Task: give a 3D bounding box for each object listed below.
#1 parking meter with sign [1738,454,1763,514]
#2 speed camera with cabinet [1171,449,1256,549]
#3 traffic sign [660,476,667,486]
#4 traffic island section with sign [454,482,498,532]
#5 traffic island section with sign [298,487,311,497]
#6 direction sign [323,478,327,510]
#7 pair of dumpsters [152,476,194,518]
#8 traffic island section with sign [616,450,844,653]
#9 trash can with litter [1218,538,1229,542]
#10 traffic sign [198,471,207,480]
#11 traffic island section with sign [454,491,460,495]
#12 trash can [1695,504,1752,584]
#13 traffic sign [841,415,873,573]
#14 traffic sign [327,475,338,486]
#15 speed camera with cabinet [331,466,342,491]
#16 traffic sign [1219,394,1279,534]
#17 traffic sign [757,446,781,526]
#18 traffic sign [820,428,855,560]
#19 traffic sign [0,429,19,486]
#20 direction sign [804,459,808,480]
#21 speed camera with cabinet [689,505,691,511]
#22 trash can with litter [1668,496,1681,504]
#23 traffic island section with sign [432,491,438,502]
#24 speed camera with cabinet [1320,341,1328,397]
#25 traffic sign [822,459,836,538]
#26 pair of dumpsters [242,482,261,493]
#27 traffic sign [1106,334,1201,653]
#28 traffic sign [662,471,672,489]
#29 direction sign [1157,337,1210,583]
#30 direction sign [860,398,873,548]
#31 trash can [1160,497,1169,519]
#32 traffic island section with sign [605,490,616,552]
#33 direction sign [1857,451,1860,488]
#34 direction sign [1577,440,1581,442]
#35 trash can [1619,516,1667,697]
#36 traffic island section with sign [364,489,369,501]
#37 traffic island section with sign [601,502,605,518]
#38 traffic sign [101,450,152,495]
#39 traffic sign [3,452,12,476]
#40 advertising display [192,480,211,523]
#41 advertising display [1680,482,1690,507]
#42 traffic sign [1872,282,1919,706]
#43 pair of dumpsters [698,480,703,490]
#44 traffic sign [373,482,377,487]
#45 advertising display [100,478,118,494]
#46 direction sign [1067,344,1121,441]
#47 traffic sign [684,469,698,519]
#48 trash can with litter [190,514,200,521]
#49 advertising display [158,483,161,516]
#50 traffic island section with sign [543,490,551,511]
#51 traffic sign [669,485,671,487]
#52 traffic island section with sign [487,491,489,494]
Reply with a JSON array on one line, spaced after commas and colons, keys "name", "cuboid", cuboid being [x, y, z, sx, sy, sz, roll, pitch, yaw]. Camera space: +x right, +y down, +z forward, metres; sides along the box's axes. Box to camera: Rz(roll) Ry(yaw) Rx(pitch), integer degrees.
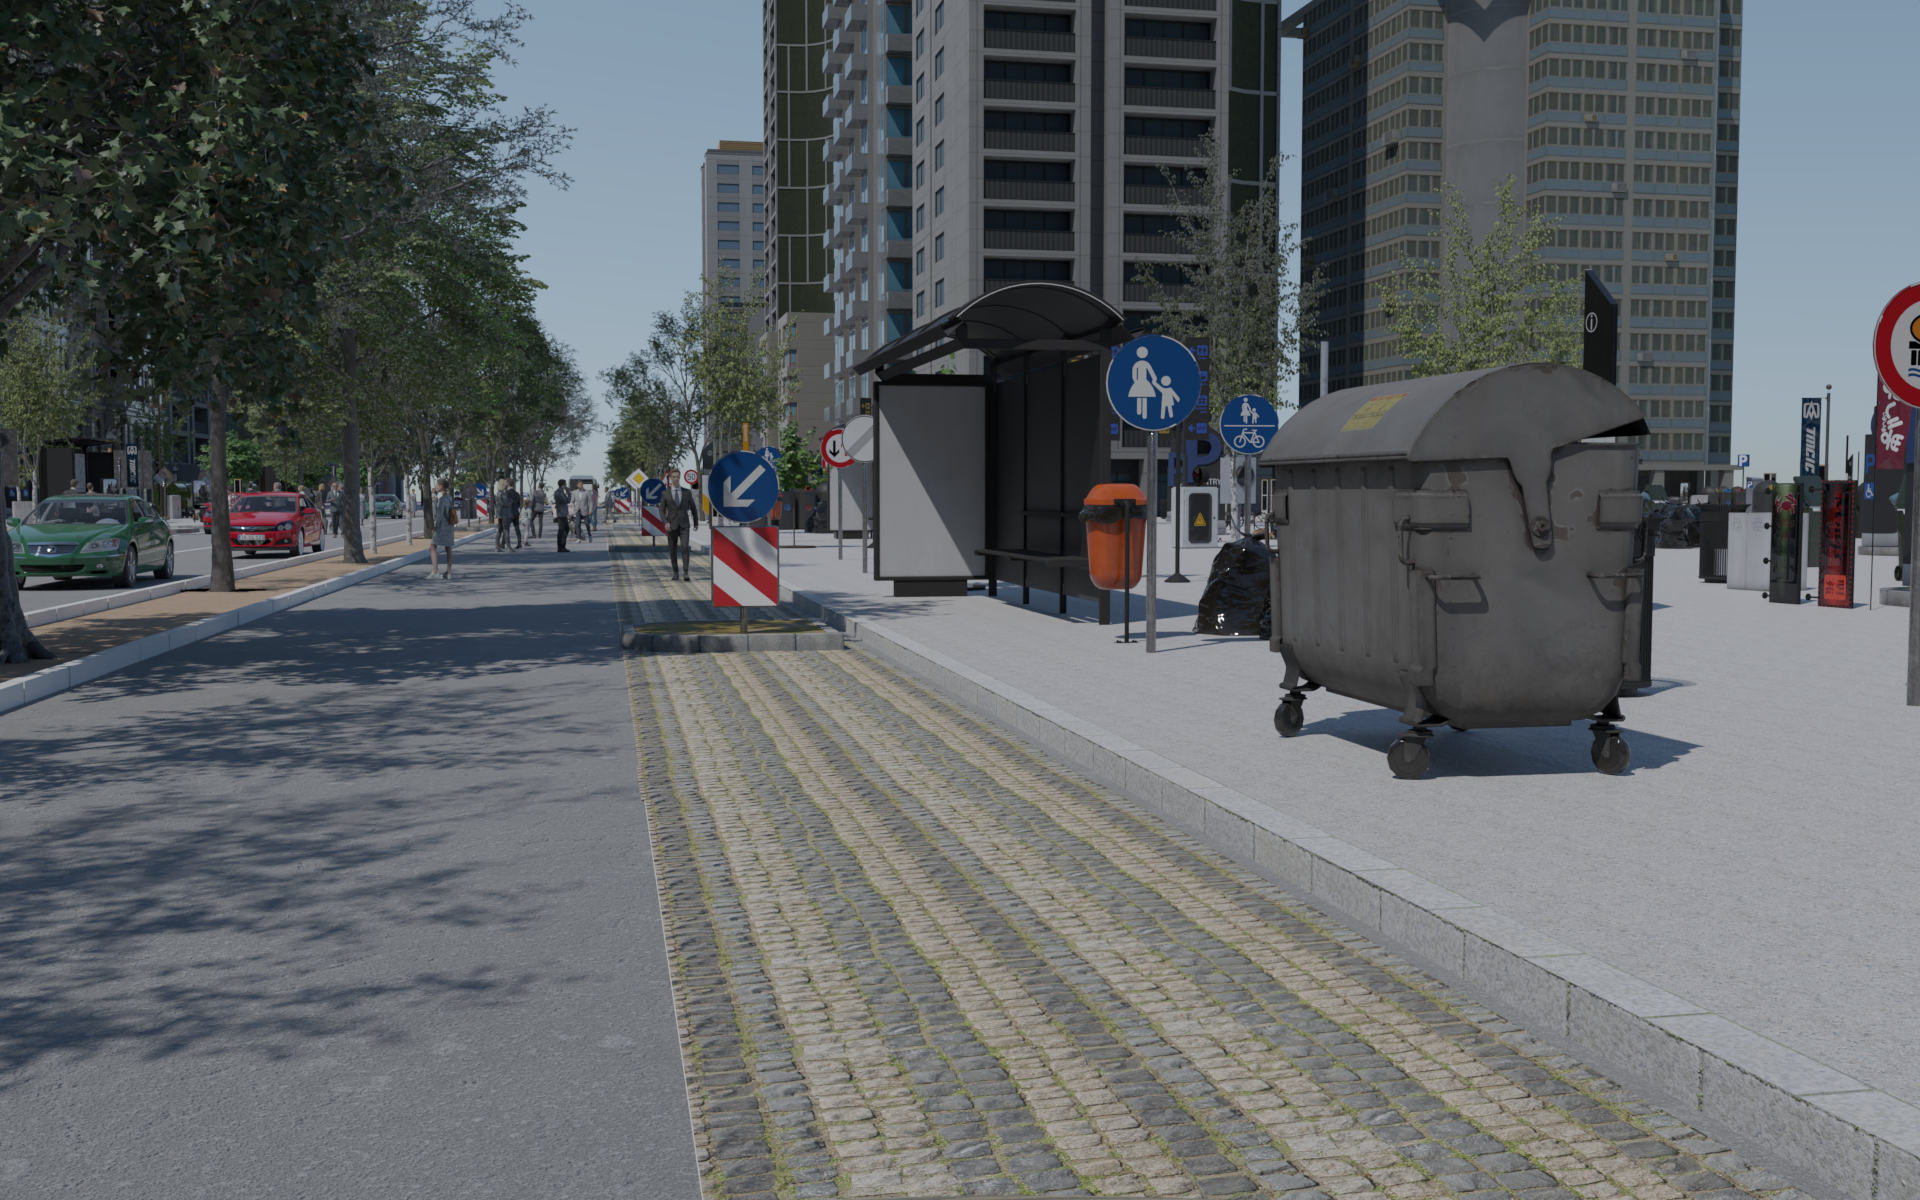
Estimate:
[{"name": "parking meter with sign", "cuboid": [35.164, -4.911, 76.557, 1.738, 3.016, 0.543, -2, 4, -28]}, {"name": "speed camera with cabinet", "cuboid": [6.031, -2.861, 41.110, 2.038, 3.252, 0.660, -2, 4, -25]}, {"name": "traffic sign", "cuboid": [-19.173, -6.773, 110.737, 0.884, 2.594, 0.081, 0, 4, -4]}, {"name": "traffic island section with sign", "cuboid": [-18.935, -3.573, 66.557, 2.006, 1.907, 1.989, -1, 4, -12]}, {"name": "traffic island section with sign", "cuboid": [-35.745, -5.245, 94.386, 1.989, 1.847, 2.006, -1, 4, -12]}, {"name": "direction sign", "cuboid": [-52.566, -9.244, 143.136, 0.379, 3.537, 0.876, -1, 4, -22]}, {"name": "pair of dumpsters", "cuboid": [-41.967, -5.507, 92.536, 1.574, 2.255, 4.437, -1, 4, -12]}, {"name": "traffic island section with sign", "cuboid": [-2.229, -0.483, 16.532, 1.989, 1.847, 2.006, -1, 4, -12]}, {"name": "trash can with litter", "cuboid": [6.756, -2.240, 47.682, 1.678, 1.210, 2.233, 1, 4, 10]}, {"name": "traffic sign", "cuboid": [-41.979, -5.886, 96.341, 0.768, 2.556, 0.104, -1, 4, -9]}, {"name": "traffic island section with sign", "cuboid": [-56.899, -11.474, 196.226, 1.989, 1.847, 2.006, -1, 4, -12]}, {"name": "trash can", "cuboid": [11.002, -0.816, 24.995, 0.748, 1.137, 0.748, 0, 3, 0]}, {"name": "traffic sign", "cuboid": [-1.540, -1.708, 28.031, 0.768, 2.556, 0.104, 0, 4, -6]}, {"name": "traffic sign", "cuboid": [-42.877, -7.248, 118.513, 0.884, 2.594, 0.081, 0, 4, -3]}, {"name": "speed camera with cabinet", "cuboid": [-43.998, -7.873, 123.053, 0.660, 3.252, 2.038, -3, 5, -44]}, {"name": "traffic sign", "cuboid": [3.680, -1.348, 22.144, 0.768, 2.556, 0.104, 0, 4, -3]}, {"name": "traffic sign", "cuboid": [-5.073, -2.809, 46.040, 0.768, 2.556, 0.104, 0, 4, -5]}, {"name": "traffic sign", "cuboid": [-2.332, -2.056, 33.728, 0.768, 2.556, 0.104, 0, 4, -6]}, {"name": "traffic sign", "cuboid": [-30.609, -3.682, 54.077, 2.265, 3.308, 0.079, 0, 4, -8]}, {"name": "direction sign", "cuboid": [-9.866, -7.118, 108.370, 0.876, 3.537, 0.379, -3, 5, -41]}, {"name": "speed camera with cabinet", "cuboid": [-20.185, -8.545, 134.049, 0.660, 3.252, 2.038, 1, 4, 23]}, {"name": "trash can with litter", "cuboid": [26.982, -3.377, 66.266, 1.678, 1.210, 2.233, -3, 5, -40]}, {"name": "traffic island section with sign", "cuboid": [-51.287, -9.823, 169.226, 1.989, 1.847, 2.006, -1, 4, -12]}, {"name": "speed camera with cabinet", "cuboid": [4.836, -1.684, 21.862, 0.660, 3.252, 2.038, 0, 4, 7]}, {"name": "traffic sign", "cuboid": [-3.622, -3.060, 50.137, 0.768, 2.556, 0.104, -1, 4, -10]}, {"name": "pair of dumpsters", "cuboid": [-41.081, -5.891, 98.809, 1.574, 2.255, 4.437, -1, 4, -12]}, {"name": "traffic sign", "cuboid": [1.546, -0.846, 13.938, 0.768, 2.556, 0.104, 0, 4, -3]}, {"name": "traffic sign", "cuboid": [-16.448, -5.956, 97.378, 0.884, 2.594, 0.081, 0, 4, -5]}, {"name": "direction sign", "cuboid": [3.158, -2.022, 25.062, 0.876, 3.537, 0.379, 0, 4, 3]}, {"name": "direction sign", "cuboid": [-2.039, -2.997, 41.002, 0.379, 3.537, 0.876, 3, 5, 42]}, {"name": "trash can", "cuboid": [10.556, -4.706, 88.592, 0.748, 1.137, 0.748, 0, 3, 0]}, {"name": "traffic island section with sign", "cuboid": [-7.757, -2.111, 43.142, 1.989, 1.847, 2.006, -1, 4, -12]}, {"name": "direction sign", "cuboid": [47.763, -6.124, 92.131, 0.379, 3.537, 0.876, 2, 4, 25]}, {"name": "direction sign", "cuboid": [18.872, -3.689, 52.308, 0.876, 3.537, 0.379, -3, 4, -36]}, {"name": "trash can", "cuboid": [4.128, 0.032, 11.127, 0.748, 1.137, 0.748, 0, 3, 0]}, {"name": "traffic island section with sign", "cuboid": [-41.216, -6.860, 120.782, 1.989, 1.847, 2.006, -1, 4, -12]}, {"name": "traffic island section with sign", "cuboid": [-18.888, -5.388, 96.724, 1.989, 1.847, 2.006, -1, 4, -12]}, {"name": "traffic sign", "cuboid": [-38.654, -5.290, 80.360, 2.265, 3.308, 0.079, 0, 4, -3]}, {"name": "traffic sign", "cuboid": [-28.745, -3.162, 51.808, 0.768, 2.556, 0.104, 0, 4, -4]}, {"name": "advertising display", "cuboid": [-34.123, -4.461, 78.151, 0.974, 1.923, 0.123, -3, 5, -43]}, {"name": "advertising display", "cuboid": [39.700, -5.483, 94.856, 0.123, 1.923, 0.974, 0, 4, -2]}, {"name": "traffic sign", "cuboid": [5.786, -0.631, 10.429, 0.768, 2.556, 0.104, -1, 4, -10]}, {"name": "pair of dumpsters", "cuboid": [-18.071, -7.506, 125.223, 1.574, 2.255, 4.437, -1, 4, -12]}, {"name": "traffic sign", "cuboid": [-48.174, -8.675, 141.945, 0.768, 2.556, 0.104, -1, 4, -8]}, {"name": "advertising display", "cuboid": [-34.789, -4.014, 70.840, 0.123, 1.923, 0.974, 0, 4, 7]}, {"name": "direction sign", "cuboid": [1.900, -2.039, 25.336, 0.876, 3.537, 0.379, 0, 4, 2]}, {"name": "traffic sign", "cuboid": [-13.855, -5.458, 89.339, 0.768, 2.556, 0.104, -1, 4, -9]}, {"name": "trash can with litter", "cuboid": [-36.757, -4.440, 83.989, 1.055, 1.170, 0.624, -2, 4, -31]}, {"name": "advertising display", "cuboid": [-41.061, -5.117, 88.882, 0.123, 1.923, 0.974, -2, 4, -24]}, {"name": "traffic island section with sign", "cuboid": [-35.729, -8.517, 147.383, 2.006, 1.907, 1.989, -1, 4, -12]}, {"name": "traffic sign", "cuboid": [-20.834, -7.665, 125.322, 0.884, 2.594, 0.081, -1, 4, -11]}, {"name": "traffic island section with sign", "cuboid": [-67.822, -14.692, 248.844, 1.989, 1.847, 2.006, -1, 4, -12]}]
